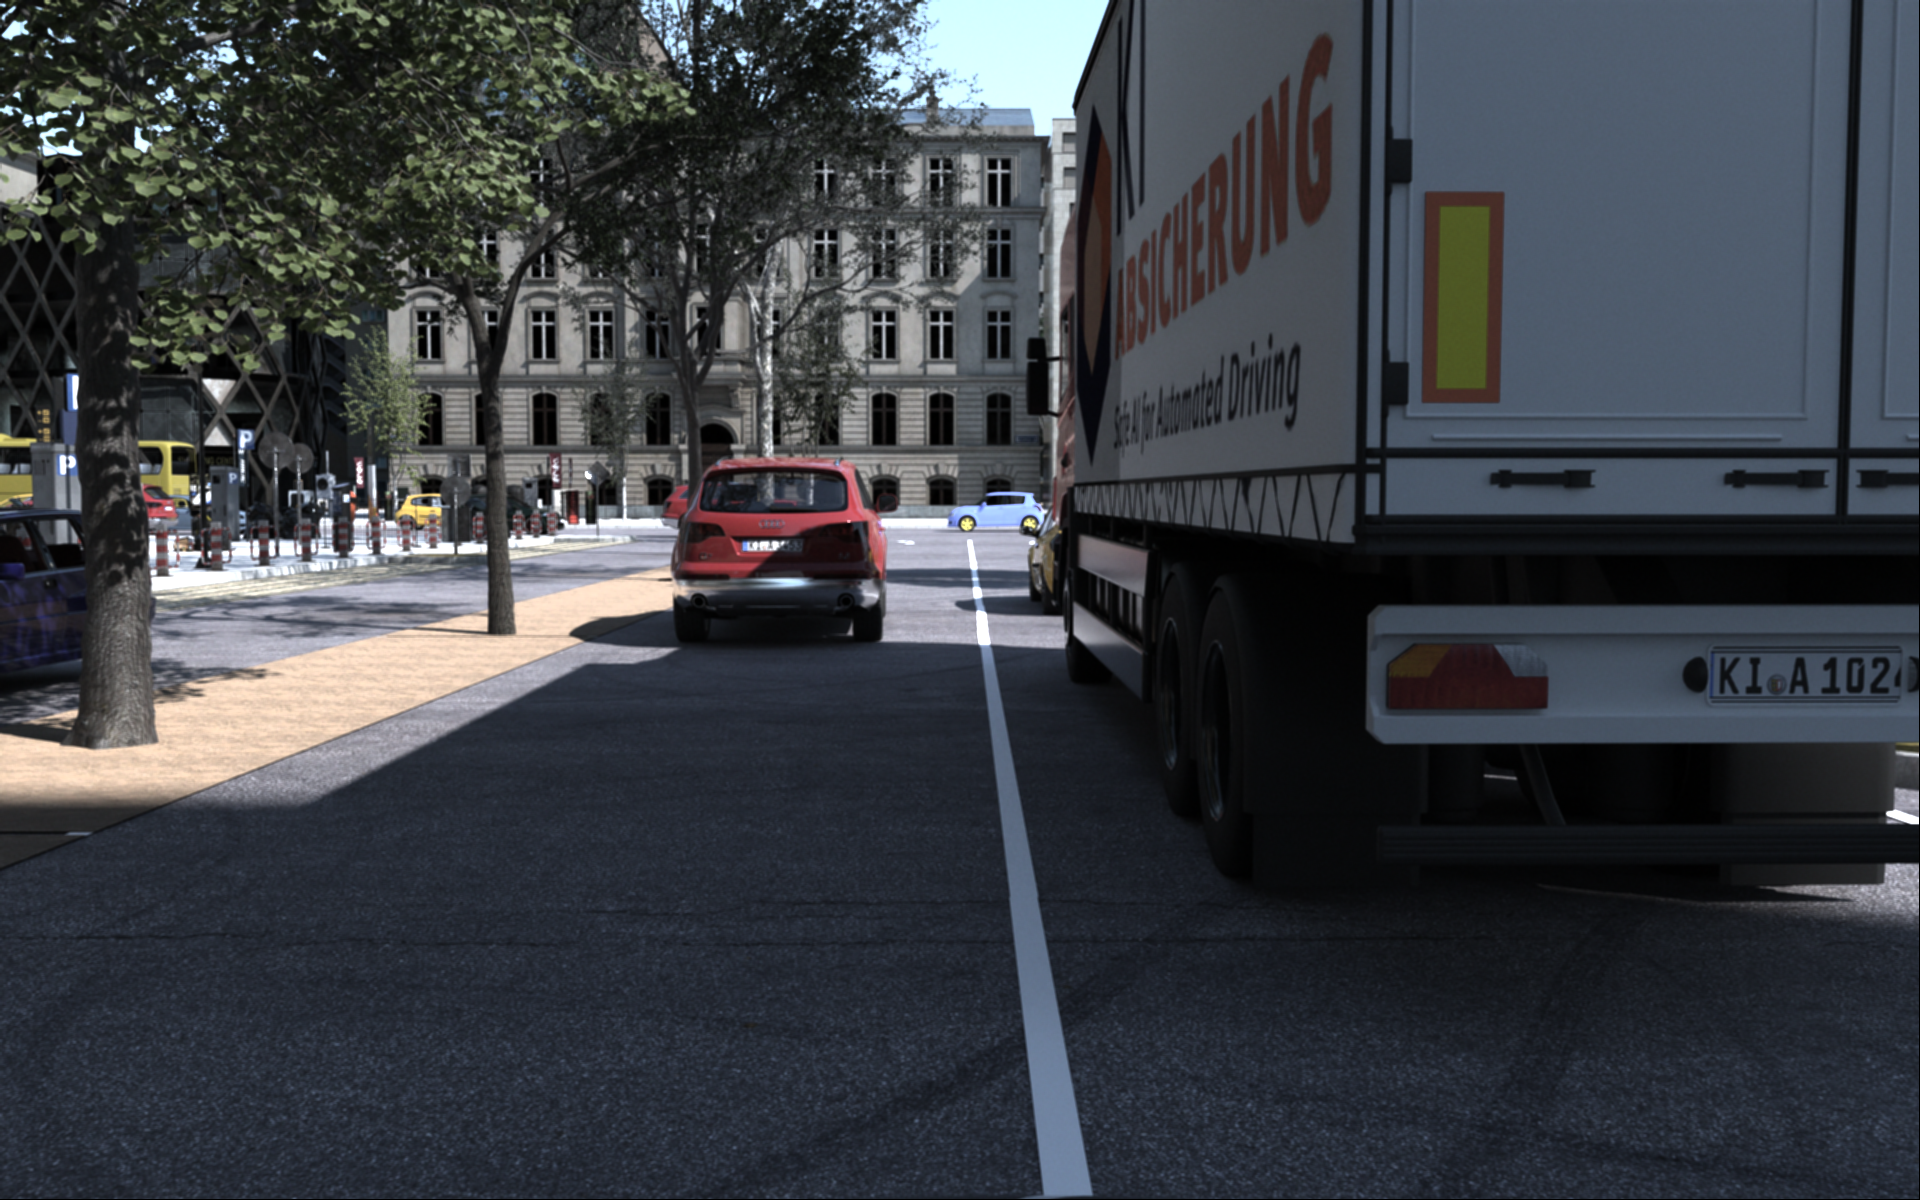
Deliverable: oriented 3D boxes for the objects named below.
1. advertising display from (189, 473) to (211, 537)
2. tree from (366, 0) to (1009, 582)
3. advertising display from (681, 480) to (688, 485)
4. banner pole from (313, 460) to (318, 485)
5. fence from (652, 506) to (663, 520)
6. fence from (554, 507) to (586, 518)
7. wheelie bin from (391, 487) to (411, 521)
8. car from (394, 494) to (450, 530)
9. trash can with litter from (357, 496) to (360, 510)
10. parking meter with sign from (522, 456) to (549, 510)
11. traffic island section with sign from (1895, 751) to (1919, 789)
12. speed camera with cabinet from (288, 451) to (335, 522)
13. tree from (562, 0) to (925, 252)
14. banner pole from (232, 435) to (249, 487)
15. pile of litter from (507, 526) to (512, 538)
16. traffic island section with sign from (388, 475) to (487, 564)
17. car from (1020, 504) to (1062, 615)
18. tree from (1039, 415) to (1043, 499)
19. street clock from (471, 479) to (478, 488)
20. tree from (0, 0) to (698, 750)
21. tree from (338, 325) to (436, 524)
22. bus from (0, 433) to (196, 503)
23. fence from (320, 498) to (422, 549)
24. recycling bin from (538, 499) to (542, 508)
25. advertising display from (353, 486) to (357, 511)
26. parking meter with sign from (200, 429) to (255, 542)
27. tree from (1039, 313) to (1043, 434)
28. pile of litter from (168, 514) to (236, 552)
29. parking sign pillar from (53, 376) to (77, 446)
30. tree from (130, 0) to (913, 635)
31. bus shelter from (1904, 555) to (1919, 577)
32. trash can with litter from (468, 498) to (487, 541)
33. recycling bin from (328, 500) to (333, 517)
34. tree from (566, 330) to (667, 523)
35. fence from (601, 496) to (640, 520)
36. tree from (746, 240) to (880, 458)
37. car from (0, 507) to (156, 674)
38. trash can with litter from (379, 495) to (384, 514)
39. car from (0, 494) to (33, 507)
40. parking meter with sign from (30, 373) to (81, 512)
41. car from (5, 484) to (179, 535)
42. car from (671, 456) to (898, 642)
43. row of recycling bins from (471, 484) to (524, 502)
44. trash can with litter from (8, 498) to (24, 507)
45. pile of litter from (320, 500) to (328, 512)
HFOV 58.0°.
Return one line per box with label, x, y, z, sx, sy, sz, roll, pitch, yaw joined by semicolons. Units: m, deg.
advertising display;-22.753;-2.884;52.361;0.974;1.923;0.123;-2;4;-25
tree;-4.318;-7.037;27.879;12.009;13.543;11.850;0;3;0
advertising display;-12.444;-4.472;78.326;0.123;1.923;0.974;-1;4;-20
banner pole;-41.416;-7.408;111.145;0.863;3.779;0.401;0;4;2
fence;-14.548;-4.269;85.180;0.278;0.683;2.069;-3;5;-40
fence;-18.541;-4.096;82.346;2.069;0.683;0.278;1;4;13
wheelie bin;-26.093;-4.468;80.957;0.980;1.594;0.693;0;4;7
car;-20.518;-3.615;69.325;3.980;1.641;2.015;0;4;-2
trash can with litter;-48.287;-7.785;138.664;0.624;1.170;1.055;-2;4;-29
parking meter with sign;-19.832;-5.113;79.856;1.738;3.016;0.543;-1;4;-17
traffic island section with sign;5.531;-0.021;8.976;1.989;1.847;2.006;0;3;0
speed camera with cabinet;-29.638;-5.189;79.177;2.038;3.252;0.660;1;4;9
tree;-5.680;-11.114;40.065;12.611;20.169;13.585;0;3;0
banner pole;-30.618;-5.116;73.660;0.401;3.779;0.863;3;4;37
pile of litter;-13.740;-2.210;50.105;1.719;0.858;1.176;-2;4;-34
traffic island section with sign;-10.638;-1.683;36.148;1.989;1.847;2.006;0;3;0
car;1.794;-0.722;22.035;2.015;1.641;3.980;0;4;-1
tree;8.339;-17.156;187.162;9.857;13.997;8.962;0;3;0
street clock;-24.018;-4.966;85.760;0.358;2.002;0.471;0;4;3
tree;-4.920;-5.465;9.930;7.486;12.596;7.792;0;3;0
tree;-24.576;-7.621;74.970;4.737;8.622;4.395;0;3;0
bus;-37.606;-4.814;70.256;12.252;3.916;2.896;0;4;-1
fence;-14.073;-1.846;41.386;2.264;1.192;0.480;-2;4;-28
recycling bin;-21.421;-4.549;86.937;0.722;1.027;0.722;0;4;4
advertising display;-45.724;-7.692;130.981;0.123;1.923;0.974;-2;4;-29
parking meter with sign;-19.889;-3.095;46.871;1.738;3.016;0.543;2;4;28
tree;8.890;-18.443;157.433;12.611;20.169;13.585;0;3;0
pile of litter;-17.156;-1.526;38.914;1.719;0.858;1.176;-2;4;-30
parking sign pillar;-20.156;-3.154;40.046;1.447;3.967;1.447;-3;5;-42
tree;-4.630;-4.939;17.620;8.767;10.594;7.601;0;3;0
bus shelter;7.718;-1.384;13.914;1.731;3.624;6.357;0;3;0
trash can with litter;-13.142;-2.241;48.030;1.055;1.170;0.624;2;4;33
recycling bin;-39.244;-5.900;109.021;0.722;1.027;0.722;3;4;37
tree;-15.251;-7.758;77.199;4.360;8.622;3.978;0;3;0
fence;-16.933;-4.598;86.381;0.480;1.192;2.264;2;4;32
tree;-4.325;-5.934;49.847;4.360;8.622;3.978;0;3;0
car;-7.379;0.013;12.371;1.945;1.354;3.894;0;4;0
trash can with litter;-36.693;-6.045;109.896;2.233;1.210;1.678;2;4;30
car;-31.480;-2.953;58.499;3.980;1.641;2.015;0;4;-1
parking meter with sign;-13.416;-1.804;25.748;1.738;3.016;0.543;2;4;35
car;-28.229;-2.905;56.169;5.304;1.827;2.281;0;4;-2
car;-1.805;-0.594;18.387;2.281;1.827;5.304;0;4;-2
row of recycling bins;-20.339;-4.138;74.775;1.069;1.692;3.534;3;5;40
trash can with litter;-26.490;-2.316;49.260;1.055;1.170;0.624;0;4;-7
pile of litter;-44.902;-6.652;122.731;1.176;0.858;1.719;-1;4;-20
